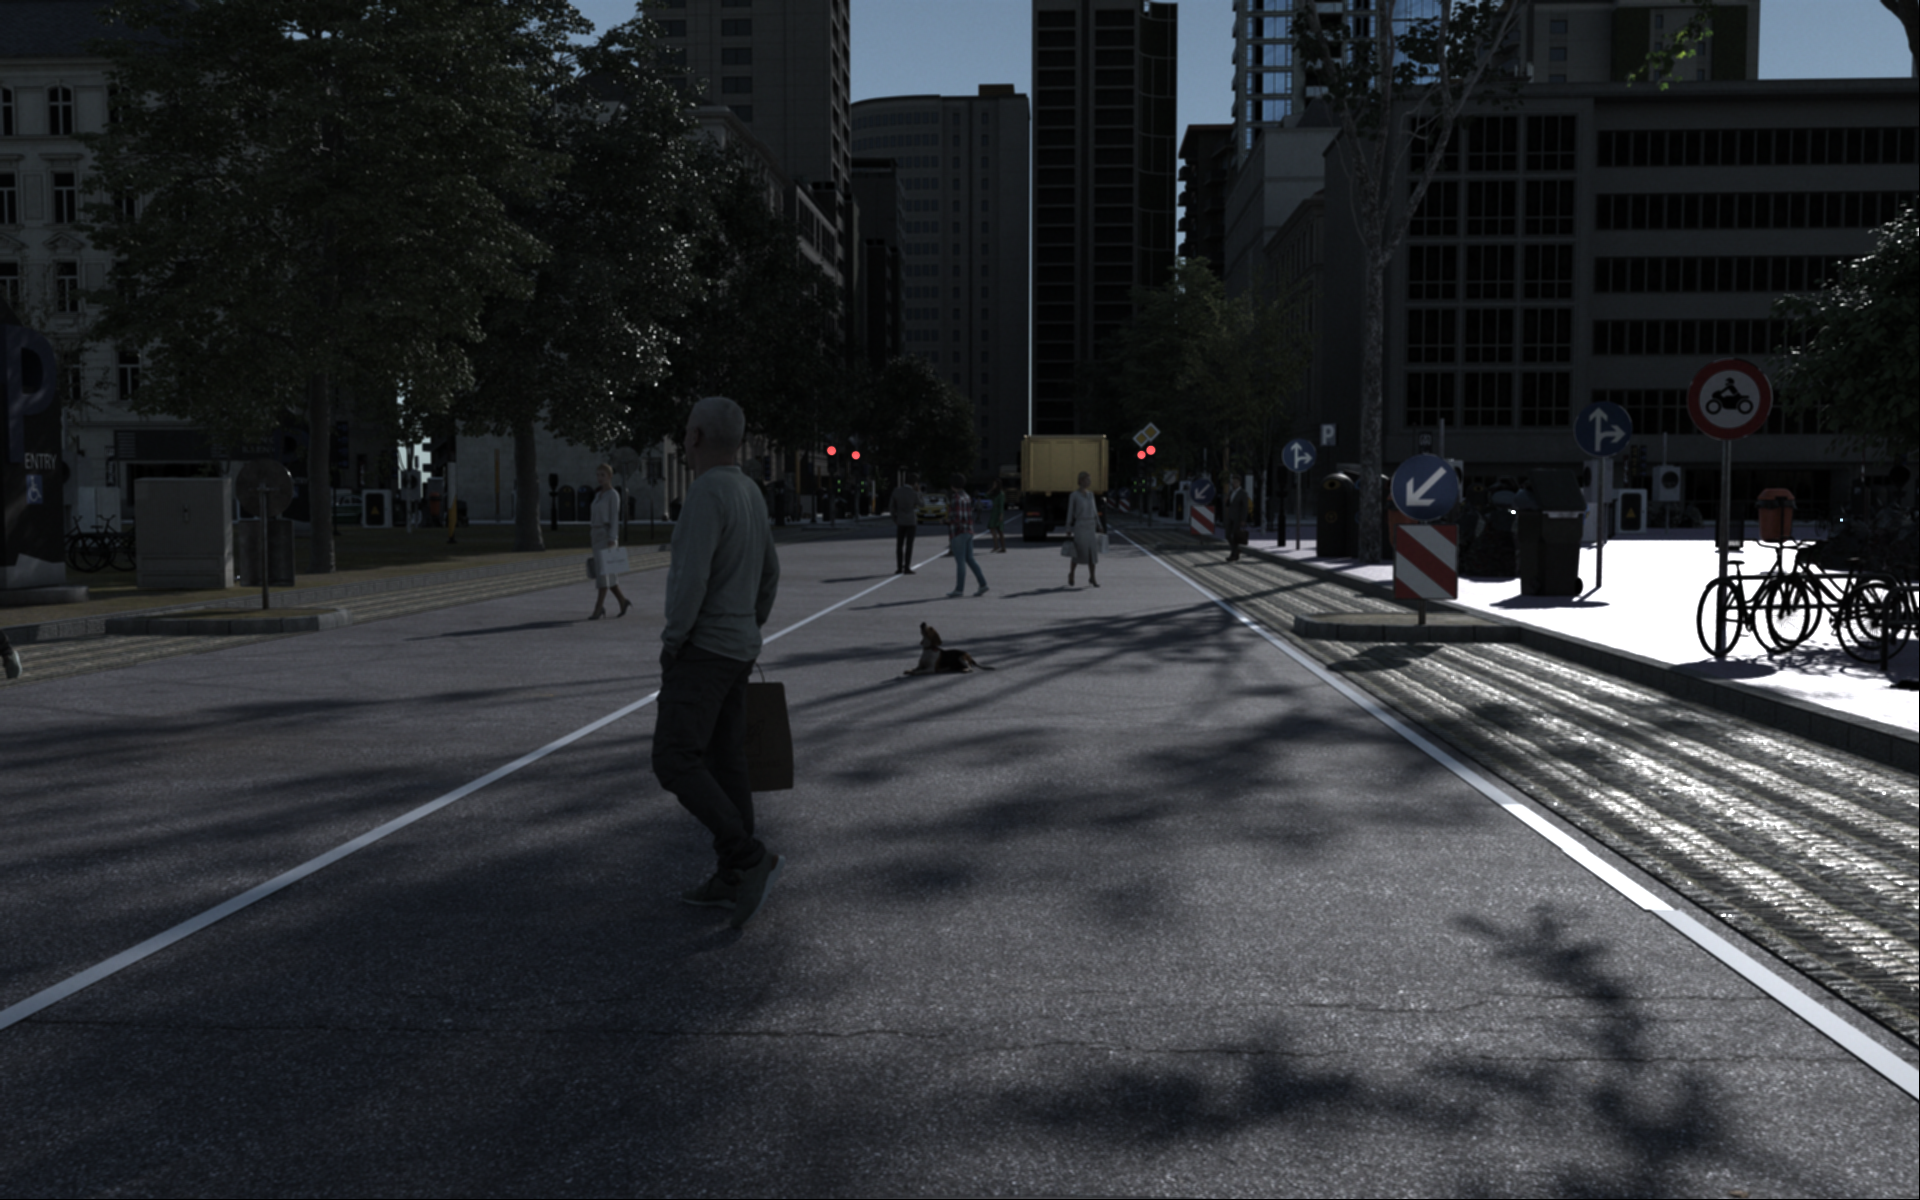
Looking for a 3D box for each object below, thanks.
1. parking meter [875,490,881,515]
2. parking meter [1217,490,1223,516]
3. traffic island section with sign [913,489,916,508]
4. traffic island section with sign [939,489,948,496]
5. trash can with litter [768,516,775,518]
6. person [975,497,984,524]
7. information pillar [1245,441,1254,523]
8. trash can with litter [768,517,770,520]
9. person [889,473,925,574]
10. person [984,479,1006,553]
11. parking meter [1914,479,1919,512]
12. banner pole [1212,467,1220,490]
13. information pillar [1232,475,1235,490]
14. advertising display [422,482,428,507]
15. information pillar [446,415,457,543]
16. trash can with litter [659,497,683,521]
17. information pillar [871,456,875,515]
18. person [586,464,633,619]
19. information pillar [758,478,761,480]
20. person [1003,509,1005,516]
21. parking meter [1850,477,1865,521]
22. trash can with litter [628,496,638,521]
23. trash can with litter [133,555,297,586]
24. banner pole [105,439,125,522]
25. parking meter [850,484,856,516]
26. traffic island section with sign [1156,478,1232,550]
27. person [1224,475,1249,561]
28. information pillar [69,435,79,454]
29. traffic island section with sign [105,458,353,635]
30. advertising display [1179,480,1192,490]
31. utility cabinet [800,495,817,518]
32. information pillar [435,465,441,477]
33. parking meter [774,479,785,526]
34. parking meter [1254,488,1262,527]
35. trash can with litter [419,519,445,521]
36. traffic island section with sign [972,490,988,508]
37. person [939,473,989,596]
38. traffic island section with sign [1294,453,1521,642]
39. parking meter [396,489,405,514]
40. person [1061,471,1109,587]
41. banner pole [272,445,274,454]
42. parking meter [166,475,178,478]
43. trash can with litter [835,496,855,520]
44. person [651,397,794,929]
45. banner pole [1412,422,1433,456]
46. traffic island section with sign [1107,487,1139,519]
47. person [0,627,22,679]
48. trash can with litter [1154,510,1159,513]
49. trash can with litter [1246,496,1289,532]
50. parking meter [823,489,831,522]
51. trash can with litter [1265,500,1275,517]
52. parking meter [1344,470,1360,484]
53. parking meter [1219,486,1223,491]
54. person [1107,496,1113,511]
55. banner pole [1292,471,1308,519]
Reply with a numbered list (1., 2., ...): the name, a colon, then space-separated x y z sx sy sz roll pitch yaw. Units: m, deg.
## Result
1. parking meter: -4.948 -5.879 104.531 0.372 1.533 0.369 0 3 0
2. parking meter: 14.054 -5.211 93.617 0.372 1.533 0.369 0 3 0
3. traffic island section with sign: -2.778 -5.639 100.825 1.989 1.847 2.006 0 4 3
4. traffic island section with sign: -1.141 -7.319 128.289 1.989 1.847 2.006 0 4 3
5. trash can with litter: -10.631 -4.894 91.072 2.233 1.210 1.678 -2 4 -32
6. person: 0.932 -4.337 83.679 0.475 1.303 0.640 -3 5 -40
7. information pillar: 12.691 -5.176 75.976 0.504 3.616 0.183 -3 5 -43
8. trash can with litter: -9.701 -4.450 84.142 0.624 1.170 1.055 1 4 20
9. person: -0.958 -1.368 31.043 0.592 1.802 0.473 2 4 33
10. person: 0.933 -2.052 42.301 0.529 1.795 0.600 -2 4 -34
11. parking meter: 36.181 -3.639 65.204 0.255 1.863 0.399 -3 5 -44
12. banner pole: 20.379 -9.082 138.511 0.863 3.779 0.401 -1 4 -14
13. information pillar: 10.641 -3.869 67.757 0.304 2.012 0.304 -1 4 -10
14. advertising display: -29.600 -5.567 96.236 0.123 1.923 0.974 0 4 7
15. information pillar: -13.250 -3.289 45.136 0.183 3.616 0.504 0 3 0
16. trash can with litter: -13.616 -4.293 81.574 1.055 1.170 0.624 -1 4 -16
17. information pillar: -5.315 -7.039 106.444 0.183 3.616 0.504 0 4 7
18. person: -4.039 -0.680 19.975 0.624 1.780 0.694 -2 4 -28
19. information pillar: -9.072 -4.450 77.256 0.304 2.012 0.304 -1 4 -23
20. person: 2.815 -6.284 115.516 0.394 1.301 0.425 0 4 8
21. parking meter: 30.560 -3.259 58.993 0.399 1.863 0.255 3 4 36
22. trash can with litter: -15.809 -4.388 83.136 0.624 1.170 1.055 0 4 -8
23. trash can with litter: -10.839 -0.866 25.222 2.233 1.210 1.678 -2 4 -27
24. banner pole: -38.644 -5.451 79.141 0.401 3.779 0.863 2 4 32
25. parking meter: -6.122 -5.782 100.239 0.399 1.863 0.255 1 4 19
26. traffic island section with sign: 6.082 -2.205 44.687 1.989 1.847 2.006 0 4 3
27. person: 5.870 -1.731 36.760 0.622 1.834 0.822 3 5 40
28. information pillar: -35.316 -4.757 69.126 0.504 3.616 0.183 1 4 20
29. traffic island section with sign: -7.659 -0.604 18.497 1.989 1.847 2.006 0 4 3
30. advertising display: 10.162 -4.441 77.826 0.123 1.923 0.974 -2 4 -29
31. utility cabinet: -8.097 -4.946 92.024 1.020 1.237 0.306 2 4 31
32. information pillar: -41.543 -8.961 137.859 0.504 3.616 0.183 -3 4 -39
33. parking meter: -7.217 -3.887 69.269 0.255 1.863 0.399 2 4 35
34. parking meter: 11.777 -3.654 68.161 0.372 1.533 0.369 0 3 0
35. trash can with litter: -24.982 -4.381 82.680 2.233 1.210 1.678 3 5 39
36. traffic island section with sign: 1.806 -10.376 178.269 1.989 1.847 2.006 0 4 3
37. person: 0.054 -0.919 24.362 0.643 1.720 0.563 2 4 23
38. traffic island section with sign: 4.481 -0.555 17.697 1.989 1.847 2.006 0 4 3
39. parking meter: -25.526 -4.322 79.078 0.372 1.533 0.369 0 3 0
40. person: 1.931 -1.102 26.873 0.694 1.780 0.624 -1 4 -16
41. banner pole: -30.521 -5.377 77.935 0.863 3.779 0.401 -1 4 -9
42. parking meter: -24.687 -2.964 54.177 0.399 1.863 0.255 1 4 19
43. trash can with litter: -5.785 -4.664 87.645 1.055 1.170 0.624 2 4 24
44. person: -0.780 0.179 6.055 0.515 1.767 0.782 1 4 13
45. banner pole: 16.101 -4.317 60.594 0.863 3.779 0.401 1 4 11
46. traffic island section with sign: 9.359 -5.595 100.099 1.989 1.847 2.006 0 4 3
47. person: -7.693 -0.267 13.345 0.782 1.767 0.515 2 4 26
48. trash can with litter: 14.318 -6.748 121.388 2.233 1.210 1.678 0 4 3
49. trash can with litter: 10.418 -2.946 59.227 1.678 1.210 2.233 1 4 23
50. parking meter: -6.217 -4.421 80.696 0.372 1.533 0.369 0 3 0
51. trash can with litter: 16.157 -4.886 91.272 0.624 1.170 1.055 -3 5 -45
52. parking meter: 9.475 -2.210 41.853 0.399 1.863 0.255 2 4 25
53. parking meter: 15.477 -5.914 102.400 0.399 1.863 0.255 2 4 24
54. person: 11.425 -7.523 131.685 0.537 1.800 0.526 3 4 36
55. banner pole: 17.490 -6.066 89.195 0.863 3.779 0.401 1 4 21
